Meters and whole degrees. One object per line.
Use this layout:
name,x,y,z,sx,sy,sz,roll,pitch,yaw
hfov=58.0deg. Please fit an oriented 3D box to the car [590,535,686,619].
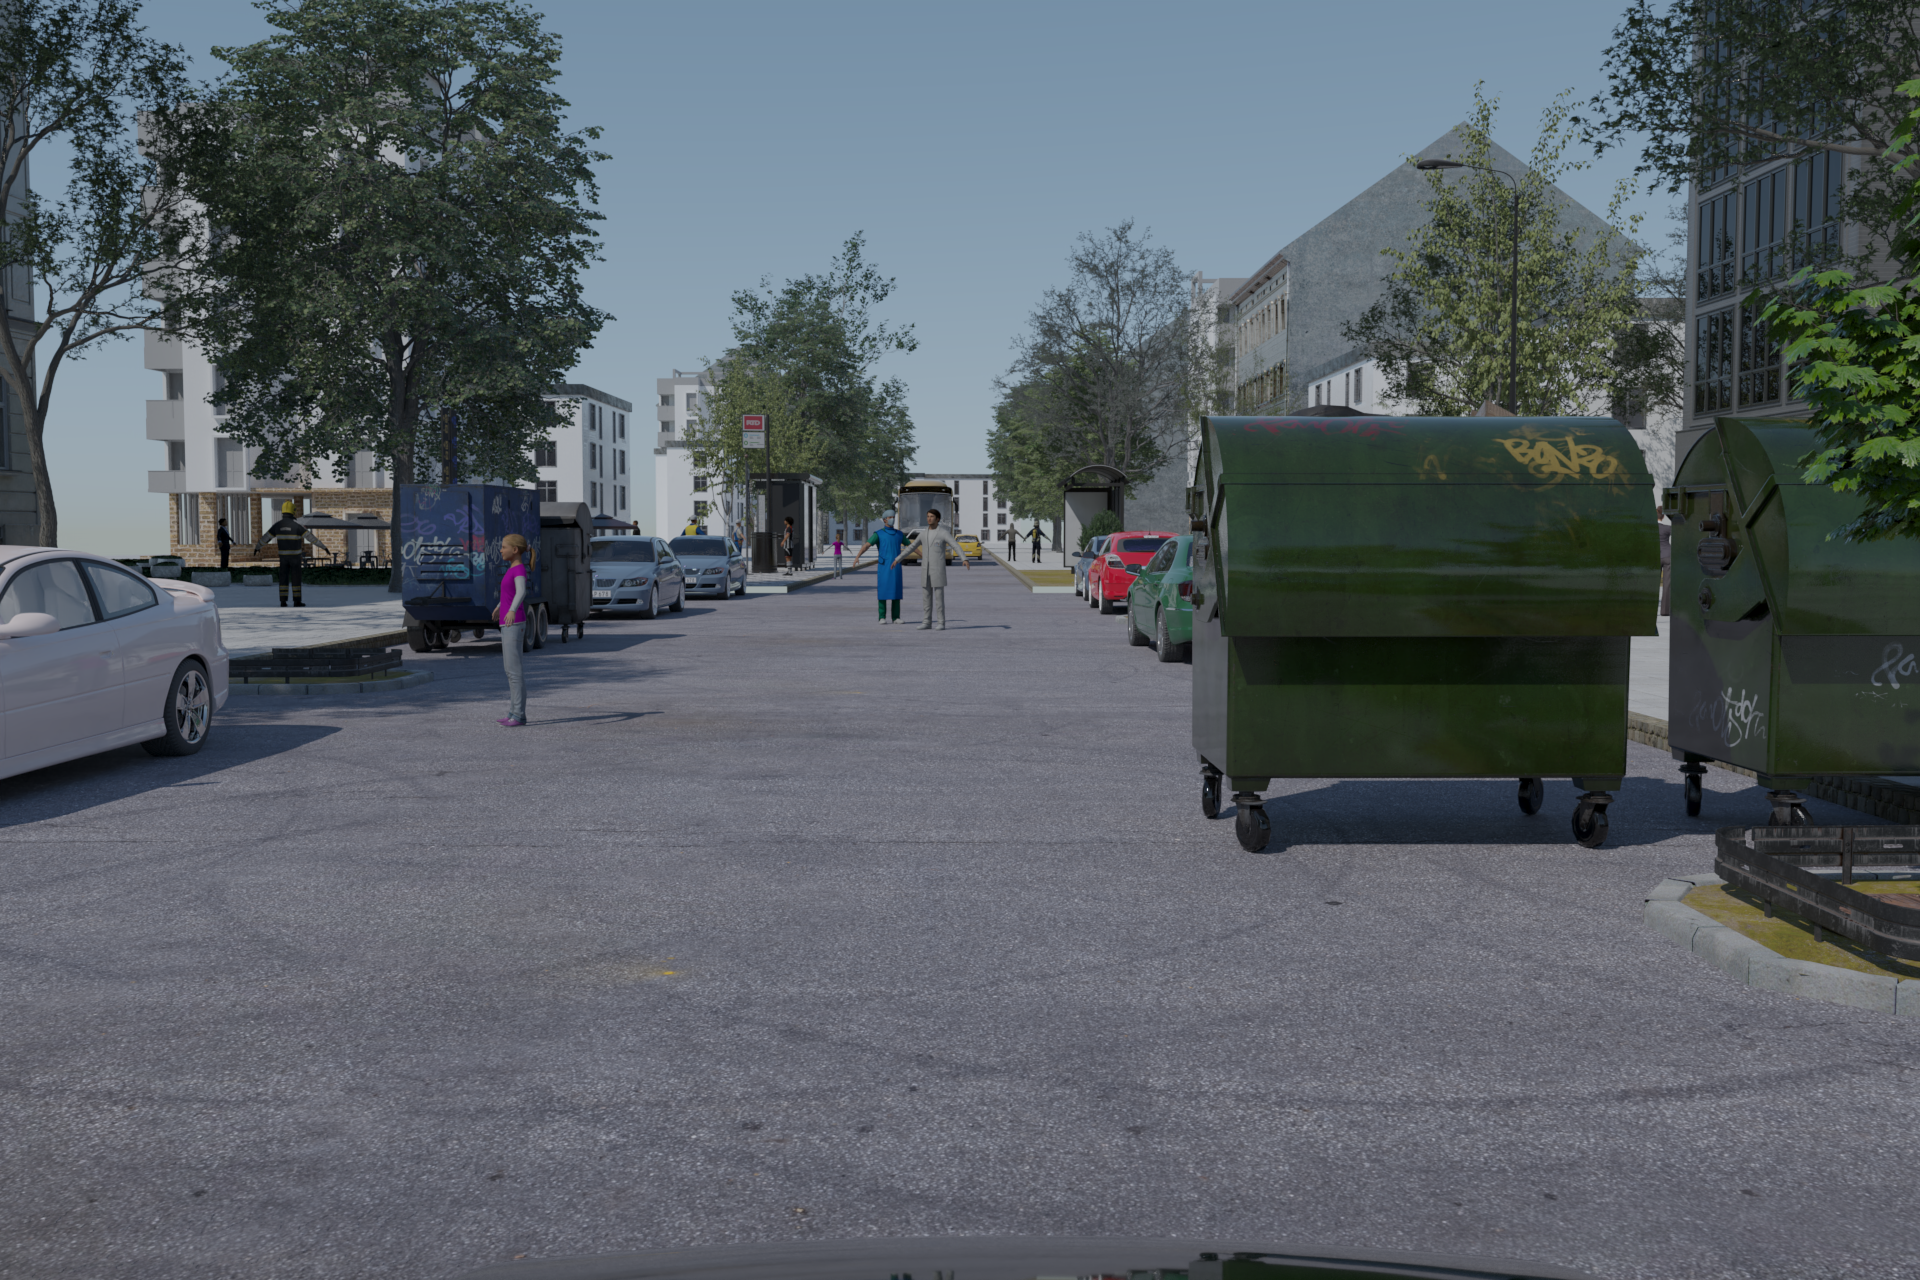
car,-5.984,-1.142,30.667,2.014,1.417,4.499,0,4,0

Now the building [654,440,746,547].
building,-25.348,-13.893,169.293,9.099,9.664,28.070,0,4,1

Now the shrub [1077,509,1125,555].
shrub,4.014,-2.636,47.514,1.690,2.028,1.600,0,3,0

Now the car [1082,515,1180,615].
car,3.387,-1.422,32.286,2.155,1.783,4.494,0,4,0

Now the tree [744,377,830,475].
tree,-8.339,-7.979,80.827,4.737,8.622,4.395,0,3,0

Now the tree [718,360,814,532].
tree,-8.635,-7.593,74.509,4.737,8.622,4.395,0,3,0

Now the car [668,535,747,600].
car,-5.888,-1.664,39.210,2.014,1.417,4.499,0,4,0

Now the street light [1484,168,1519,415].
street light,7.431,-2.999,21.583,1.470,5.913,1.316,0,4,0

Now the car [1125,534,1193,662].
car,3.110,-0.549,20.769,2.131,1.459,4.920,0,4,-1

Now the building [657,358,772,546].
building,-26.531,-20.252,187.531,16.016,20.090,11.380,0,3,0

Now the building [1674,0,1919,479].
building,26.802,-13.113,33.468,14.314,24.678,30.058,0,4,1

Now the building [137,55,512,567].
building,-26.490,-13.059,69.929,16.016,20.090,11.380,0,3,0

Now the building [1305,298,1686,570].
building,22.419,-8.166,75.656,9.099,9.664,28.070,0,4,0

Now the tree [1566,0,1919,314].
tree,9.130,-4.904,14.599,8.767,10.594,7.601,3,5,42

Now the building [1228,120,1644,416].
building,26.822,-16.559,101.672,19.493,23.208,18.063,0,4,0

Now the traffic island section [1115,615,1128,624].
traffic island section,3.543,-0.321,28.120,1.991,0.108,1.994,0,4,1

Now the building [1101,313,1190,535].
building,23.004,-20.490,165.940,19.493,23.208,18.063,0,4,0

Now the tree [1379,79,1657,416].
tree,9.206,-4.798,28.806,4.737,8.622,4.395,0,3,0

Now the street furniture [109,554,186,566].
street furniture,-28.508,-2.471,56.029,5.734,0.657,10.072,-2,4,-35

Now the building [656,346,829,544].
building,-25.961,-23.314,212.109,19.493,23.208,18.063,0,4,-1

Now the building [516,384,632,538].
building,-25.508,-10.321,110.901,9.099,9.664,28.070,0,4,0

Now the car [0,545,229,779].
car,-5.895,0.151,9.895,2.083,1.381,4.827,0,4,0

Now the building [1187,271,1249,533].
building,21.797,-16.456,125.483,16.016,20.090,11.380,0,4,0

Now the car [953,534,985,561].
car,0.360,-5.197,95.191,2.015,1.641,3.980,0,4,0

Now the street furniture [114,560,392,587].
street furniture,-17.066,-1.773,44.615,10.072,0.657,5.734,-1,4,-14

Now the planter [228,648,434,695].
planter,-6.134,0.289,16.420,1.991,0.319,1.994,0,4,1

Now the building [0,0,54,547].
building,-31.813,-12.183,31.212,16.112,23.069,30.059,0,4,1

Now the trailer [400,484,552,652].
trailer,-5.911,-0.825,20.541,1.471,1.999,3.904,0,3,0

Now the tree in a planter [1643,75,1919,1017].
tree in a planter,3.502,-0.529,5.875,1.991,3.239,1.994,0,4,1

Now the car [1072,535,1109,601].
car,3.510,-1.611,38.336,2.014,1.417,4.499,0,3,0

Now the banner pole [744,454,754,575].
banner pole,-6.690,-3.953,54.653,0.401,3.779,0.863,0,4,2

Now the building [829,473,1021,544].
building,-5.476,-17.907,237.383,28.070,9.664,9.099,-1,4,-9

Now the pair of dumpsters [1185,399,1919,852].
pair of dumpsters,3.314,-0.205,8.295,4.436,2.255,1.574,0,4,-1

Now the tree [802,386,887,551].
tree,-9.154,-13.102,132.340,7.486,12.596,7.792,0,3,0

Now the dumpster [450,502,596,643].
dumpster,-5.898,-0.914,23.167,1.865,1.857,1.264,0,3,0
